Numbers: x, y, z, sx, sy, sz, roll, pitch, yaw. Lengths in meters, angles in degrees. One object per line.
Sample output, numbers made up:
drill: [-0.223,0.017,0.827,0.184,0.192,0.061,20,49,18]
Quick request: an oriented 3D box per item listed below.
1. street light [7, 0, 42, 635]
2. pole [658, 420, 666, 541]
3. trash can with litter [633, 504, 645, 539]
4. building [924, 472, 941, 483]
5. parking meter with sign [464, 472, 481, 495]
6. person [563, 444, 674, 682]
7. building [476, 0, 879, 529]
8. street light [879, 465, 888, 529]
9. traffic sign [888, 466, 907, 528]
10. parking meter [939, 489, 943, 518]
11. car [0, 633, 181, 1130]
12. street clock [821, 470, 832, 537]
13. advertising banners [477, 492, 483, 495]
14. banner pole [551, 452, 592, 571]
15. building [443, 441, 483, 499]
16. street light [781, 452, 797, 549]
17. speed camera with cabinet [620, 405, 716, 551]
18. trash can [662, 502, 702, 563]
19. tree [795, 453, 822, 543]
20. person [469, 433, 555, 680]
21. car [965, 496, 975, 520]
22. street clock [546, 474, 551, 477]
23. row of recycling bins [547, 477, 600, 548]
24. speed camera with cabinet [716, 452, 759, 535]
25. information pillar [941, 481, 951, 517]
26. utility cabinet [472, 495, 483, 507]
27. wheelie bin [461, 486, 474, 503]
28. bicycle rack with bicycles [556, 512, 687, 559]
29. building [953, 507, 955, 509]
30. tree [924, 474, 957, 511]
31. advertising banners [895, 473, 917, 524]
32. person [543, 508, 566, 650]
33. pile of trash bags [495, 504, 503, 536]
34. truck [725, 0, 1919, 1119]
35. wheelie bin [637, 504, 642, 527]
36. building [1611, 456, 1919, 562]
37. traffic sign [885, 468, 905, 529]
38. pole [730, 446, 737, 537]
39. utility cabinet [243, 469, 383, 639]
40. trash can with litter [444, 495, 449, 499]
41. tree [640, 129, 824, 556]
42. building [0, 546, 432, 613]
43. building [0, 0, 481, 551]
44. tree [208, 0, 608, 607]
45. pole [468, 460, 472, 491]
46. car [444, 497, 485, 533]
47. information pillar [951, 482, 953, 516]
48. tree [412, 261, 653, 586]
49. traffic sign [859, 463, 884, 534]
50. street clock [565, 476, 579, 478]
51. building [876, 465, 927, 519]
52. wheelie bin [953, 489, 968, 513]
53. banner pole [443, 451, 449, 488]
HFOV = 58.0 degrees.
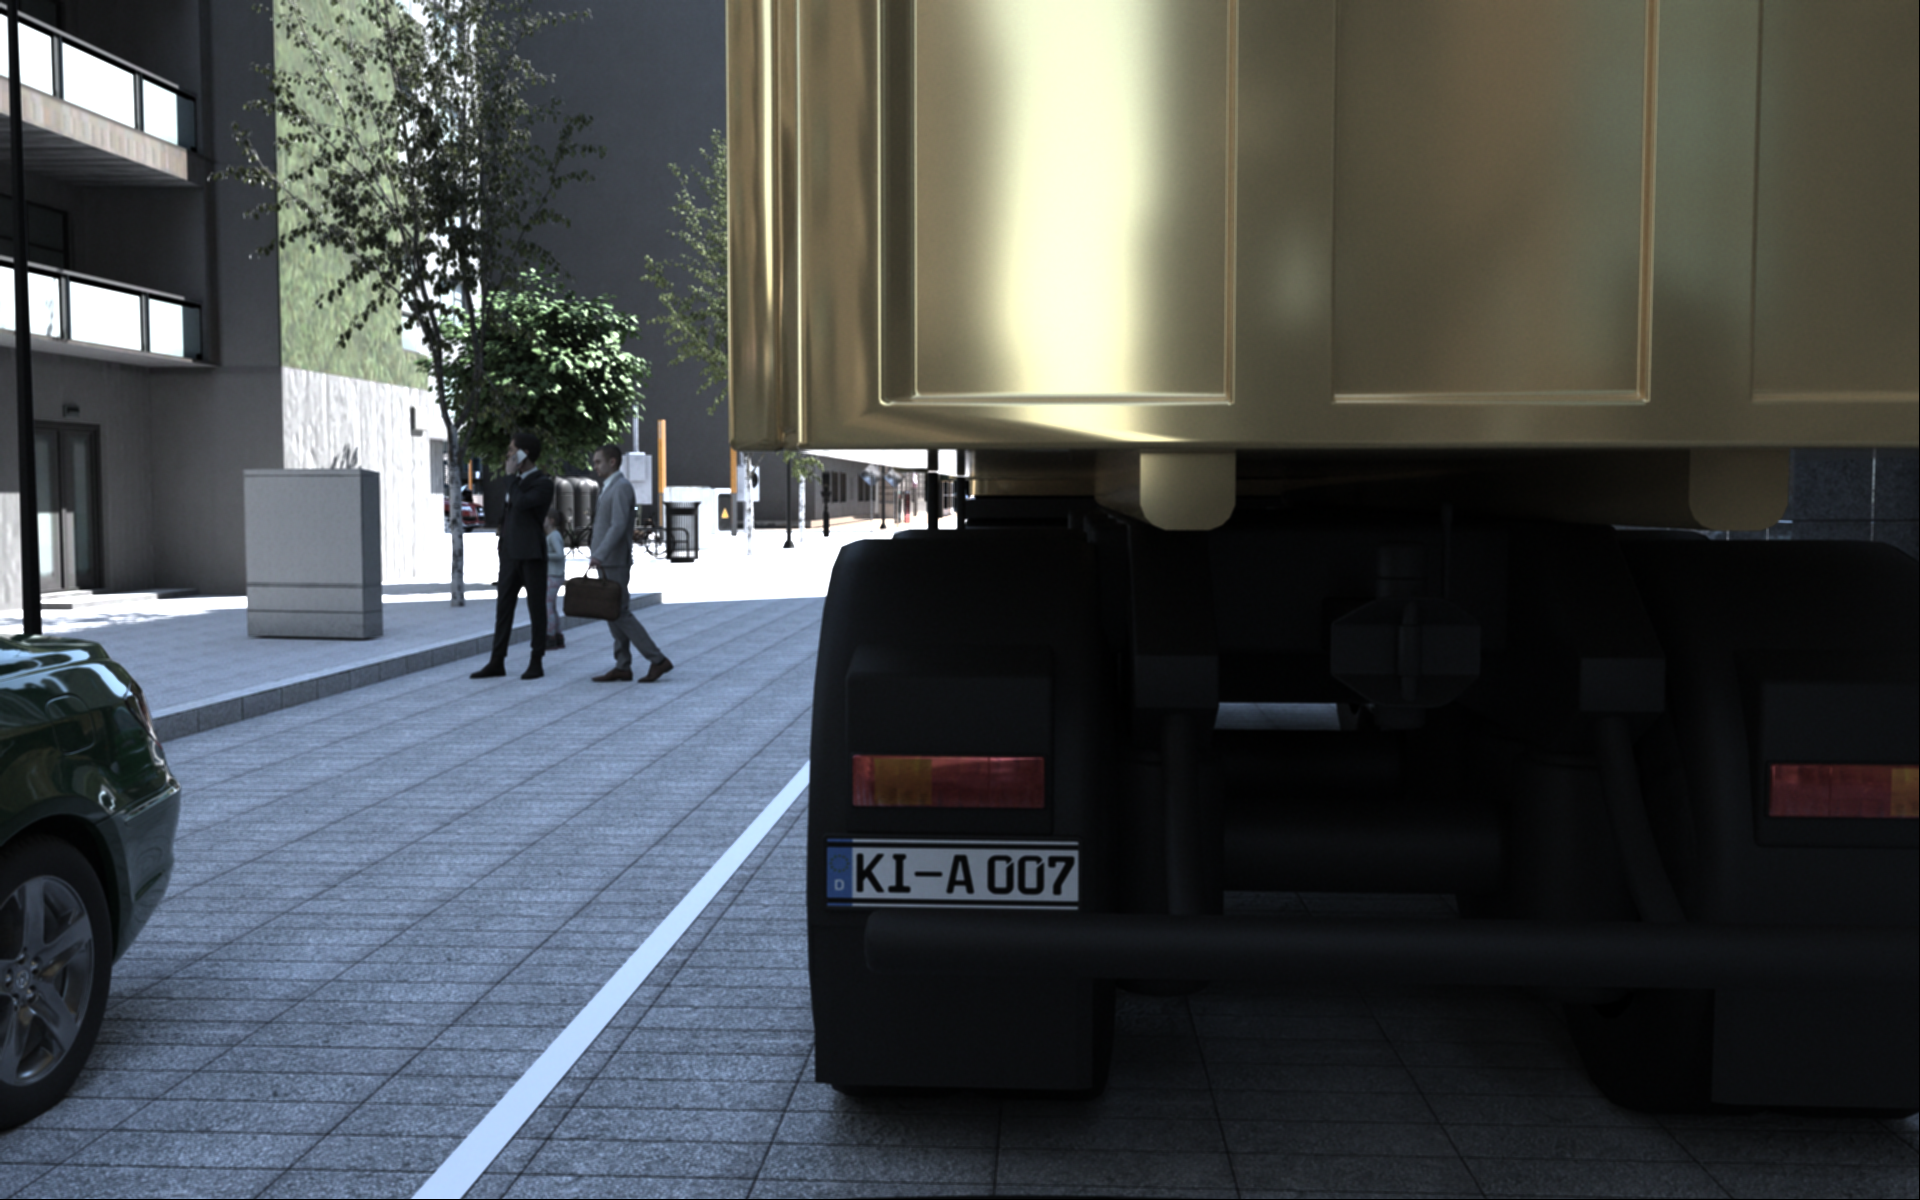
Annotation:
street light: [-5.066,-2.308,10.282,1.470,5.913,1.316,0,4,3]
pole: [-8.196,-3.291,47.650,0.158,3.312,0.155,0,3,0]
trash can with litter: [-8.981,-2.221,47.698,0.624,1.170,1.055,-3,5,-43]
building: [-9.665,-15.241,116.635,16.820,18.784,16.811,0,4,3]
parking meter with sign: [-37.796,-8.387,133.383,0.543,3.016,1.738,3,5,42]
person: [-2.639,-0.280,13.202,0.853,1.813,0.709,-2,4,-24]
building: [-10.220,-17.250,75.547,14.314,27.812,24.014,0,4,3]
street light: [-2.247,-5.523,62.842,1.470,5.913,1.316,0,4,3]
traffic sign: [-2.363,-3.995,65.431,0.768,2.556,0.104,1,4,12]
parking meter: [-1.094,-5.078,91.440,0.372,1.533,0.369,0,3,0]
car: [-3.083,0.559,2.656,2.131,1.459,4.920,0,4,3]
street clock: [-3.977,-2.868,51.461,0.358,2.002,0.471,0,4,-4]
advertising banners: [-37.084,-8.485,134.918,2.074,3.025,0.090,3,5,44]
banner pole: [-6.561,-2.376,28.857,0.863,3.779,0.401,0,4,5]
building: [-53.128,-35.558,205.075,21.600,48.544,21.300,0,4,3]
street light: [-3.474,-4.154,40.452,1.470,5.913,1.316,0,4,3]
speed camera with cabinet: [-6.672,-2.739,39.124,2.038,3.252,0.660,-1,4,-23]
trash can: [-5.190,-1.267,32.361,0.748,1.137,0.748,0,3,0]
tree: [-3.917,-5.805,45.282,4.360,8.622,3.978,0,3,0]
person: [-3.442,-0.341,13.443,0.648,1.900,0.474,2,4,34]
car: [1.204,-5.303,99.070,2.083,1.381,4.827,0,4,2]
street clock: [-14.871,-3.563,62.826,0.358,2.002,0.471,2,4,33]
row of recycling bins: [-9.589,-2.118,41.746,1.069,1.692,3.534,1,4,11]
speed camera with cabinet: [-7.227,-3.689,54.650,0.660,3.252,2.038,3,4,36]
information pillar: [-0.861,-5.647,96.812,0.304,2.012,0.304,-2,4,-25]
utility cabinet: [-33.020,-6.605,119.145,1.020,1.237,0.306,0,4,4]
wheelie bin: [-20.530,-3.905,71.762,0.693,1.594,0.980,-2,4,-29]
bicycle rack with bicycles: [-6.790,-1.297,34.581,2.925,0.926,2.852,-2,4,-29]
building: [-9.993,-30.471,152.817,22.147,44.769,28.867,0,4,3]
tree: [-0.076,-13.169,132.317,9.611,12.733,9.660,0,3,0]
advertising banners: [-2.326,-4.853,75.541,0.090,3.025,2.074,2,4,29]
person: [-3.790,-0.197,15.995,0.394,1.301,0.425,-3,5,-42]
pile of trash bags: [-12.658,-2.678,53.542,1.912,1.369,3.447,2,4,26]
truck: [1.167,-0.719,7.674,3.469,3.379,9.791,0,4,4]
wheelie bin: [-9.891,-2.689,51.880,0.693,1.594,0.980,1,4,12]
building: [11.725,-12.337,19.727,12.078,24.808,19.932,0,4,3]
traffic sign: [-2.389,-3.632,63.032,0.795,2.450,0.064,0,4,3]
pole: [-6.825,-3.570,52.221,0.158,3.312,0.155,0,3,0]
utility cabinet: [-5.736,-0.410,15.382,1.173,1.500,0.318,1,4,14]
trash can with litter: [-26.170,-4.664,87.318,2.233,1.210,1.678,2,4,28]
tree: [-4.333,-5.188,35.180,4.737,8.622,4.395,0,3,0]
building: [-15.609,-20.534,19.331,14.154,41.232,14.086,0,4,3]
building: [-21.524,-22.264,47.606,14.086,41.232,14.154,0,4,3]
tree: [-5.814,-4.218,19.323,4.360,8.622,3.978,0,3,0]
pole: [-29.008,-6.653,102.621,0.158,3.312,0.155,0,3,0]
car: [-18.991,-3.102,59.398,5.304,1.827,2.281,0,4,2]
information pillar: [-0.586,-5.977,102.221,0.304,2.012,0.304,2,4,27]
tree: [-6.010,-2.496,24.531,4.285,4.588,4.351,0,3,0]
traffic sign: [-2.810,-3.145,55.058,0.795,2.450,0.064,0,4,3]
street clock: [-12.543,-3.148,56.034,0.358,2.002,0.471,1,4,18]
building: [-7.231,-14.230,97.295,10.561,19.102,19.286,0,4,3]
wheelie bin: [0.044,-6.575,115.406,0.980,1.594,0.693,0,4,-1]
banner pole: [-26.352,-6.071,89.279,0.401,3.779,0.863,2,4,26]
